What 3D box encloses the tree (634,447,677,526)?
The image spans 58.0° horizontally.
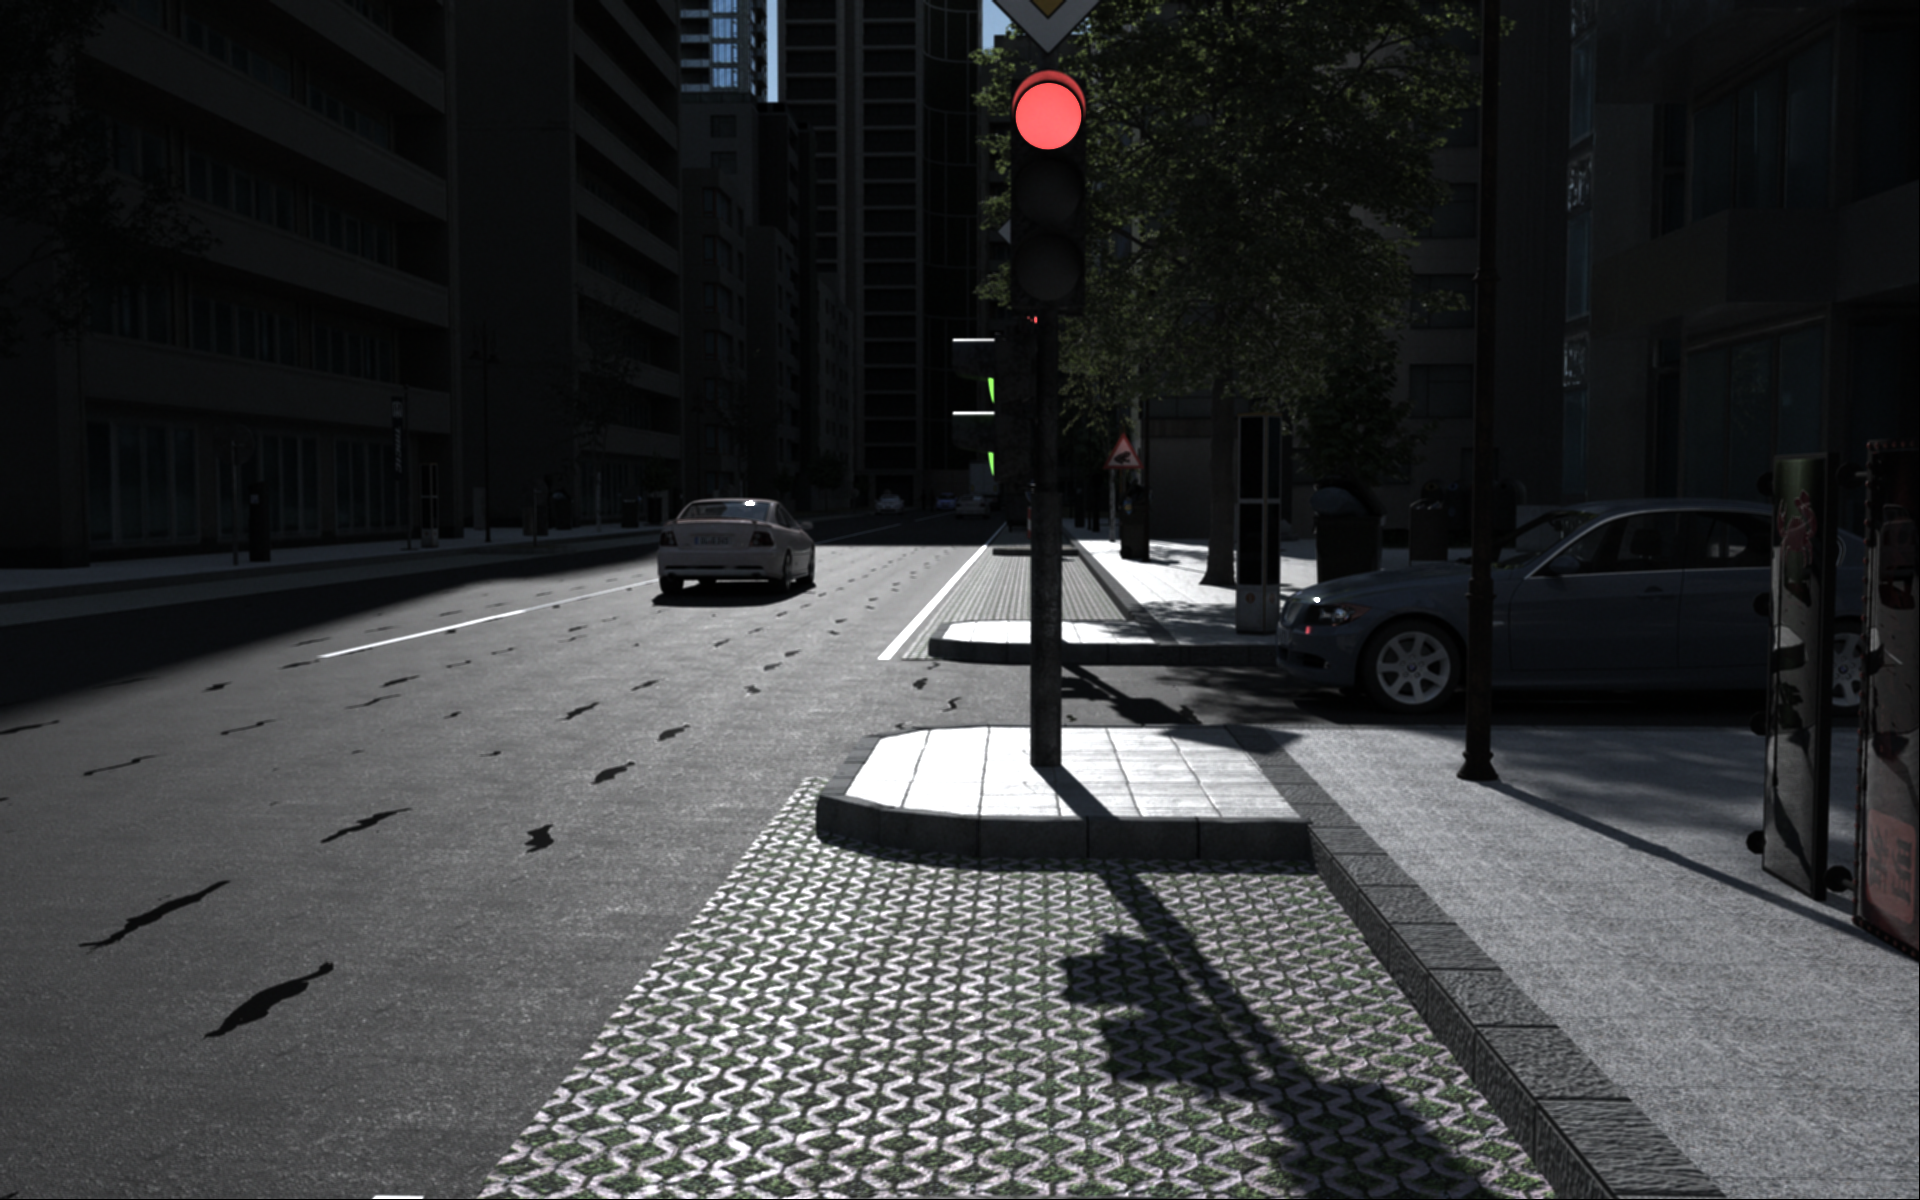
[{"bbox_3d":[-12.552,-4.659,70.771,1.663,3.219,1.824,0,3,0],"label":"tree"}]

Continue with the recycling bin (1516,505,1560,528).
[{"bbox_3d":[12.823,-1.578,38.347,0.722,1.027,0.722,-2,4,-29],"label":"recycling bin"}]

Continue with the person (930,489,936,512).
[{"bbox_3d":[-2.193,-7.948,138.476,0.705,1.821,1.348,1,4,13],"label":"person"}]

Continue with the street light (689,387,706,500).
[{"bbox_3d":[-11.312,-6.248,74.945,0.468,5.910,1.993,0,4,2],"label":"street light"}]

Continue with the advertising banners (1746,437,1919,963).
[{"bbox_3d":[2.667,-0.531,4.870,0.090,3.025,2.074,0,4,5],"label":"advertising banners"}]

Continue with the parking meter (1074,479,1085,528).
[{"bbox_3d":[4.583,-3.719,66.509,0.399,1.863,0.255,1,4,14],"label":"parking meter"}]

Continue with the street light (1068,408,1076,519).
[{"bbox_3d":[5.827,-7.213,90.721,0.468,5.910,1.993,0,4,2],"label":"street light"}]

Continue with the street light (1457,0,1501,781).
[{"bbox_3d":[2.339,-2.132,7.649,0.468,5.910,1.993,0,4,2],"label":"street light"}]

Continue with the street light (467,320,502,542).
[{"bbox_3d":[-12.603,-4.483,46.078,0.468,5.910,1.993,0,4,2],"label":"street light"}]

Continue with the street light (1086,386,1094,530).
[{"bbox_3d":[4.638,-5.446,61.836,0.468,5.910,1.993,0,4,2],"label":"street light"}]

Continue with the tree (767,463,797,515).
[{"bbox_3d":[-10.675,-6.806,105.873,1.663,3.219,1.824,0,3,0],"label":"tree"}]

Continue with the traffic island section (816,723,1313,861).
[{"bbox_3d":[0.428,0.861,8.206,2.009,0.180,2.903,0,4,2],"label":"traffic island section"}]

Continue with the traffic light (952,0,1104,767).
[{"bbox_3d":[0.388,-1.173,8.094,0.839,4.253,0.868,0,4,2],"label":"traffic light"}]

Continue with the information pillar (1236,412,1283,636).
[{"bbox_3d":[2.729,-0.693,15.818,0.304,2.012,0.304,3,4,38],"label":"information pillar"}]

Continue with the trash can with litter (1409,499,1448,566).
[{"bbox_3d":[6.972,-0.806,24.238,2.233,1.210,1.678,0,4,8],"label":"trash can with litter"}]

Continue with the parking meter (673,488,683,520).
[{"bbox_3d":[-11.217,-3.696,68.839,0.372,1.533,0.369,0,3,0],"label":"parking meter"}]

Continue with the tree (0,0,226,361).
[{"bbox_3d":[-14.479,-5.507,24.455,8.767,10.594,7.601,1,4,16],"label":"tree"}]

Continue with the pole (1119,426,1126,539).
[{"bbox_3d":[4.692,-3.431,49.932,0.158,3.312,0.155,0,3,0],"label":"pole"}]

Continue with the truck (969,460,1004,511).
[{"bbox_3d":[2.264,-9.815,149.389,2.839,4.237,11.283,0,4,3],"label":"truck"}]

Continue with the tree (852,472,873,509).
[{"bbox_3d":[-8.554,-9.422,148.649,1.663,3.219,1.824,0,3,0],"label":"tree"}]

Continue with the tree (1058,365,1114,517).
[{"bbox_3d":[6.569,-8.982,97.216,4.737,8.622,4.395,0,3,0],"label":"tree"}]

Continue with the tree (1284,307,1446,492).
[{"bbox_3d":[4.222,-1.433,18.037,1.663,3.219,1.824,0,3,0],"label":"tree"}]

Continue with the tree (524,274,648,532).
[{"bbox_3d":[-12.293,-6.596,58.207,4.360,8.622,3.978,0,3,0],"label":"tree"}]

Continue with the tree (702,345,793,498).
[{"bbox_3d":[-10.705,-8.323,86.449,4.360,8.622,3.978,0,3,0],"label":"tree"}]

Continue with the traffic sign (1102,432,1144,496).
[{"bbox_3d":[3.455,-2.242,36.657,0.884,2.594,0.081,0,4,7],"label":"traffic sign"}]

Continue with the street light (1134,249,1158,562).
[{"bbox_3d":[3.531,-3.662,32.658,0.468,5.910,1.993,0,4,2],"label":"street light"}]

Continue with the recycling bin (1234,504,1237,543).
[{"bbox_3d":[7.394,-2.005,45.344,0.722,1.027,0.722,-3,5,-40],"label":"recycling bin"}]

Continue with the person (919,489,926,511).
[{"bbox_3d":[-3.094,-8.366,144.917,0.705,1.869,1.348,2,4,24],"label":"person"}]

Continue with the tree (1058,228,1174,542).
[{"bbox_3d":[3.890,-5.848,45.978,4.360,8.622,3.978,0,3,0],"label":"tree"}]

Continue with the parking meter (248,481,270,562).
[{"bbox_3d":[-13.313,-1.497,32.892,0.372,1.533,0.369,0,3,0],"label":"parking meter"}]

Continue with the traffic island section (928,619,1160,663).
[{"bbox_3d":[0.758,0.373,16.184,2.009,0.180,2.903,0,4,2],"label":"traffic island section"}]

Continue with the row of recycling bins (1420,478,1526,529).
[{"bbox_3d":[13.453,-2.346,45.472,1.069,1.692,3.534,-2,4,-27],"label":"row of recycling bins"}]

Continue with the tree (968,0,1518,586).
[{"bbox_3d":[3.767,-6.508,24.539,7.486,12.596,7.792,0,3,0],"label":"tree"}]

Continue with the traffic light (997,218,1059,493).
[{"bbox_3d":[0.719,-1.661,16.072,0.839,4.253,0.868,0,4,2],"label":"traffic light"}]

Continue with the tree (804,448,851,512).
[{"bbox_3d":[-9.472,-8.560,123.670,4.285,4.588,4.351,0,3,0],"label":"tree"}]

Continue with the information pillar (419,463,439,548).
[{"bbox_3d":[-12.675,-2.255,41.355,0.304,2.012,0.304,1,4,12],"label":"information pillar"}]

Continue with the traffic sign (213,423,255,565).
[{"bbox_3d":[-13.032,-1.895,31.088,0.768,2.556,0.104,0,4,4],"label":"traffic sign"}]

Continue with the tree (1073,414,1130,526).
[{"bbox_3d":[6.122,-5.341,71.031,4.285,4.588,4.351,0,3,0],"label":"tree"}]
